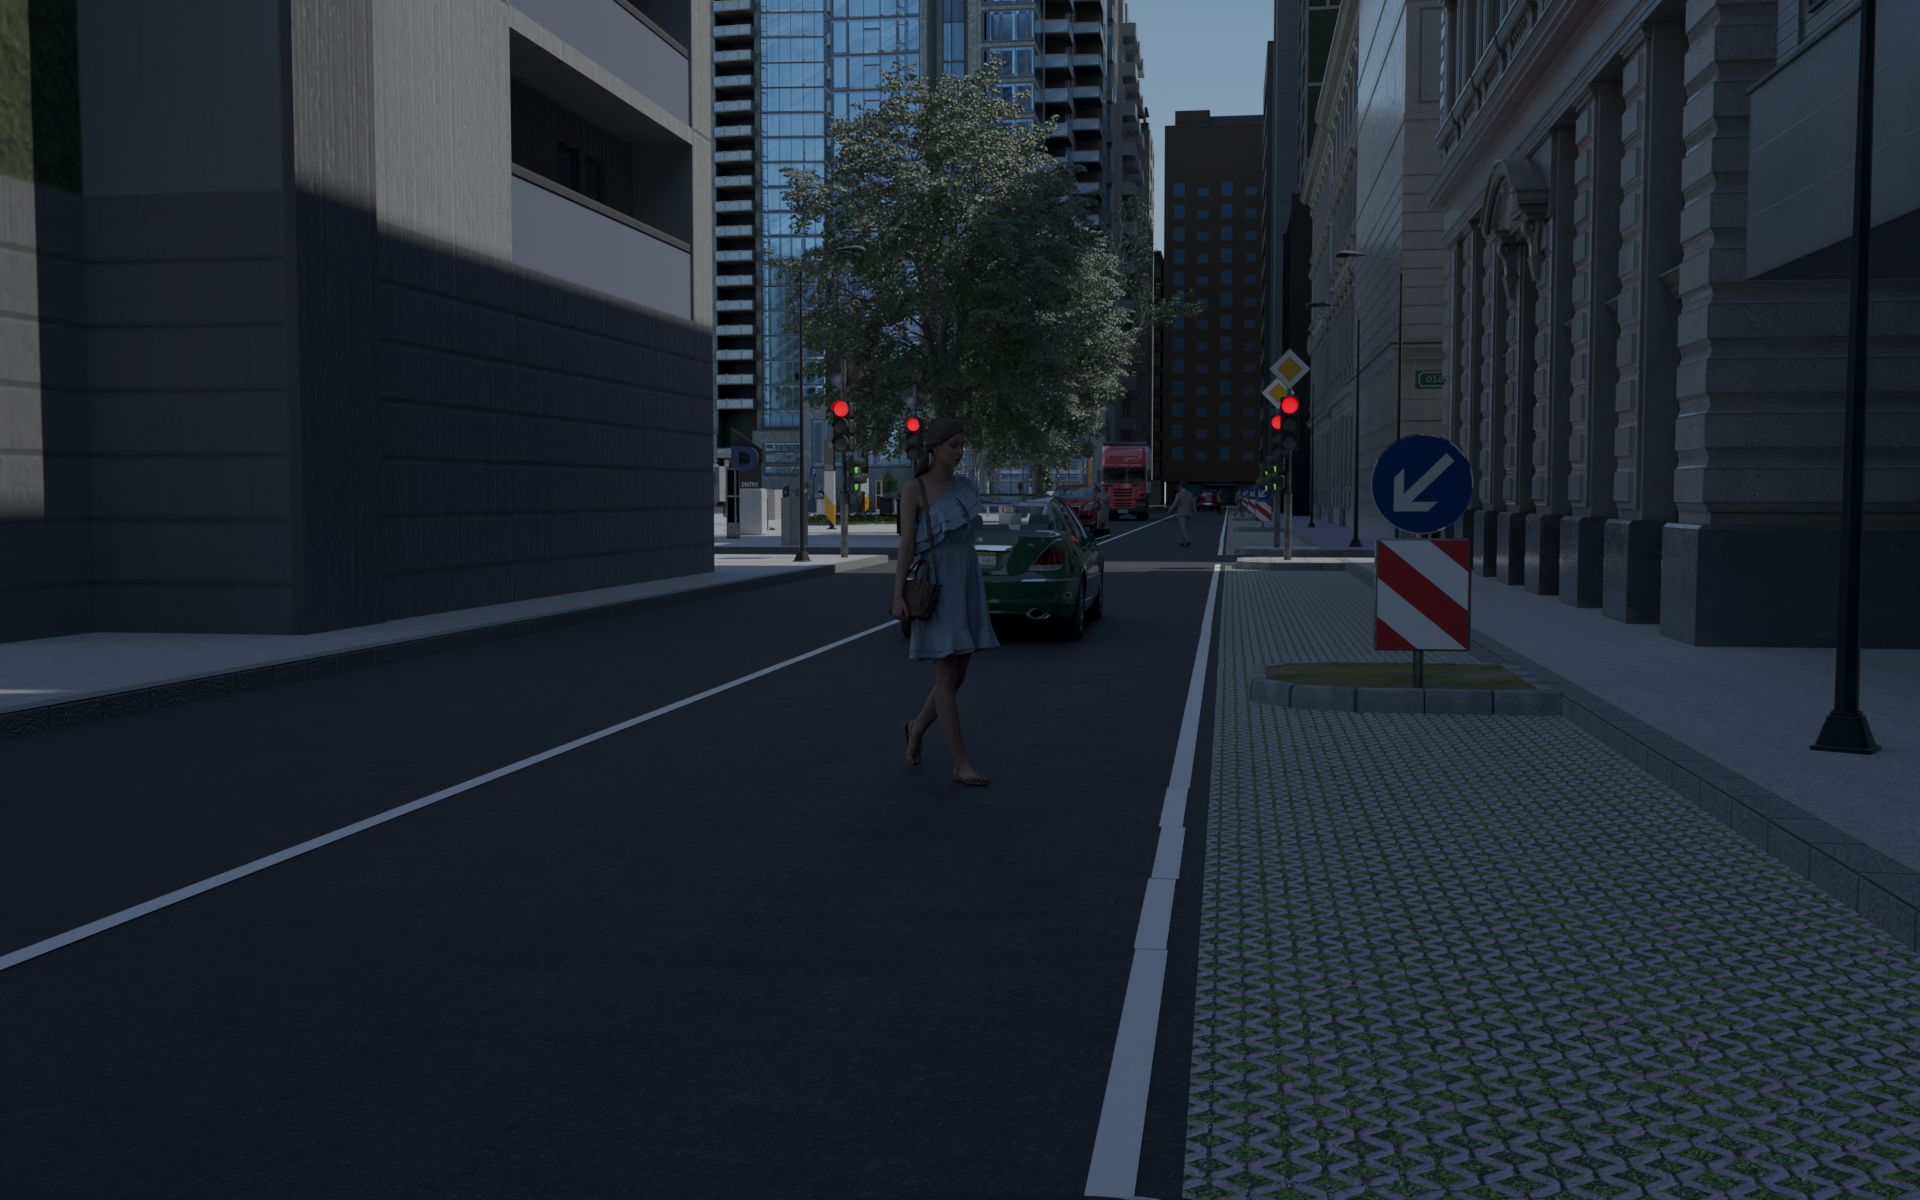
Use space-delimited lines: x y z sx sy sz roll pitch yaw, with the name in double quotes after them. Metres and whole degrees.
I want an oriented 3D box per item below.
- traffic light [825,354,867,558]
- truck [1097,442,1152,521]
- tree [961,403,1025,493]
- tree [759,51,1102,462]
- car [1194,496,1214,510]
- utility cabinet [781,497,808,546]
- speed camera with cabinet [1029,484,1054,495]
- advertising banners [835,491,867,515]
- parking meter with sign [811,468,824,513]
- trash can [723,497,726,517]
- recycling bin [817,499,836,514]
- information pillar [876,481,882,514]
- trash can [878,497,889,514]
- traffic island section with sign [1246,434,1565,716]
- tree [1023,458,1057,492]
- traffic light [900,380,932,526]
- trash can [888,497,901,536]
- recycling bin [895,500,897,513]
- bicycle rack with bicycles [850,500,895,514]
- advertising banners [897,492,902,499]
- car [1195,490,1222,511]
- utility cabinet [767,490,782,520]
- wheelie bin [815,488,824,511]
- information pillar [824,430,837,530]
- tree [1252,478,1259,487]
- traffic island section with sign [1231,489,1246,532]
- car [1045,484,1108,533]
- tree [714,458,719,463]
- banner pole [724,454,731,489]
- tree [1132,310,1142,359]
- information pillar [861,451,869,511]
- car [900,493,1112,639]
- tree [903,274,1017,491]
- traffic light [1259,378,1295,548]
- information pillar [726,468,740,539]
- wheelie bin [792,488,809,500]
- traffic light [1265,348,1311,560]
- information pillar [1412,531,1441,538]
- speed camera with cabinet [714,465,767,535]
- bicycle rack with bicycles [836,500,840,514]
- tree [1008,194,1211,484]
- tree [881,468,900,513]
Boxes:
-2.315 -2.810 34.862 0.839 4.253 0.868 1 4 9 "traffic light"
9.208 -6.532 95.708 2.839 4.237 11.283 0 4 7 "truck"
1.793 -8.944 96.593 4.360 8.622 3.978 0 3 0 "tree"
-0.531 -8.740 49.554 9.857 13.997 8.962 0 3 0 "tree"
22.110 -9.078 157.213 1.959 1.807 4.718 1 4 10 "car"
-4.149 -1.971 43.393 0.306 1.237 1.020 1 4 20 "utility cabinet"
4.880 -6.517 100.892 0.660 3.252 2.038 3 5 44 "speed camera with cabinet"
-5.110 -4.967 77.403 2.074 3.025 0.090 1 4 23 "advertising banners"
-9.152 -7.354 116.496 1.738 3.016 0.543 2 4 28 "parking meter with sign"
-12.695 -5.097 94.984 0.748 1.137 0.748 0 3 0 "trash can"
-6.357 -4.274 82.438 0.722 1.027 0.722 -2 4 -27 "recycling bin"
-4.383 -5.463 93.811 0.304 2.012 0.304 0 4 7 "information pillar"
-3.534 -4.332 82.482 0.748 1.137 0.748 0 3 0 "trash can"
3.048 -0.217 12.174 1.989 1.847 2.006 1 4 9 "traffic island section with sign"
4.244 -5.770 88.939 1.663 3.219 1.824 0 3 0 "tree"
-1.085 -3.292 42.752 0.839 4.253 0.868 1 4 9 "traffic light"
-1.638 -2.522 52.894 0.748 1.137 0.748 0 3 0 "trash can"
-3.284 -5.138 96.554 0.722 1.027 0.722 0 4 -2 "recycling bin"
-4.985 -5.468 102.790 2.925 0.926 2.852 1 4 11 "bicycle rack with bicycles"
-3.198 -7.310 115.709 2.074 3.025 0.090 -1 4 -13 "advertising banners"
21.100 -8.468 147.117 2.281 1.827 5.304 1 4 8 "car"
-9.518 -4.871 88.324 0.318 1.500 1.173 2 4 28 "utility cabinet"
-6.920 -4.833 86.931 0.693 1.594 0.980 0 4 3 "wheelie bin"
-4.709 -4.367 62.750 0.504 3.616 0.183 3 5 39 "information pillar"
33.271 -12.081 192.126 1.663 3.219 1.824 0 3 0 "tree"
11.440 -3.512 66.056 1.989 1.847 2.006 1 4 9 "traffic island section with sign"
4.355 -3.428 64.717 2.281 1.827 5.304 1 4 11 "car"
-14.495 -6.615 91.869 4.285 4.588 4.351 0 3 0 "tree"
-14.521 -7.255 108.639 0.863 3.779 0.401 3 5 43 "banner pole"
3.482 -10.590 79.802 9.857 13.997 8.962 0 3 0 "tree"
-5.038 -6.111 91.270 0.504 3.616 0.183 -3 5 -41 "information pillar"
0.533 -0.420 18.659 2.131 1.459 4.920 1 4 9 "car"
0.379 -6.538 57.257 4.737 8.622 4.395 0 3 0 "tree"
7.574 -3.211 41.423 0.839 4.253 0.868 1 4 9 "traffic light"
-6.518 -2.768 49.744 0.304 2.012 0.304 1 4 16 "information pillar"
-8.379 -5.091 91.151 0.980 1.594 0.693 1 4 11 "wheelie bin"
6.344 -2.729 33.533 0.839 4.253 0.868 1 4 9 "traffic light"
6.489 -1.198 24.077 0.304 2.012 0.304 3 5 45 "information pillar"
-7.099 -3.663 54.233 2.038 3.252 0.660 1 4 12 "speed camera with cabinet"
-7.666 -5.933 110.384 2.925 0.926 2.852 2 4 30 "bicycle rack with bicycles"
8.986 -15.484 109.052 12.611 20.169 13.585 0 3 0 "tree"
-4.980 -7.531 117.727 1.663 3.219 1.824 0 3 0 "tree"
